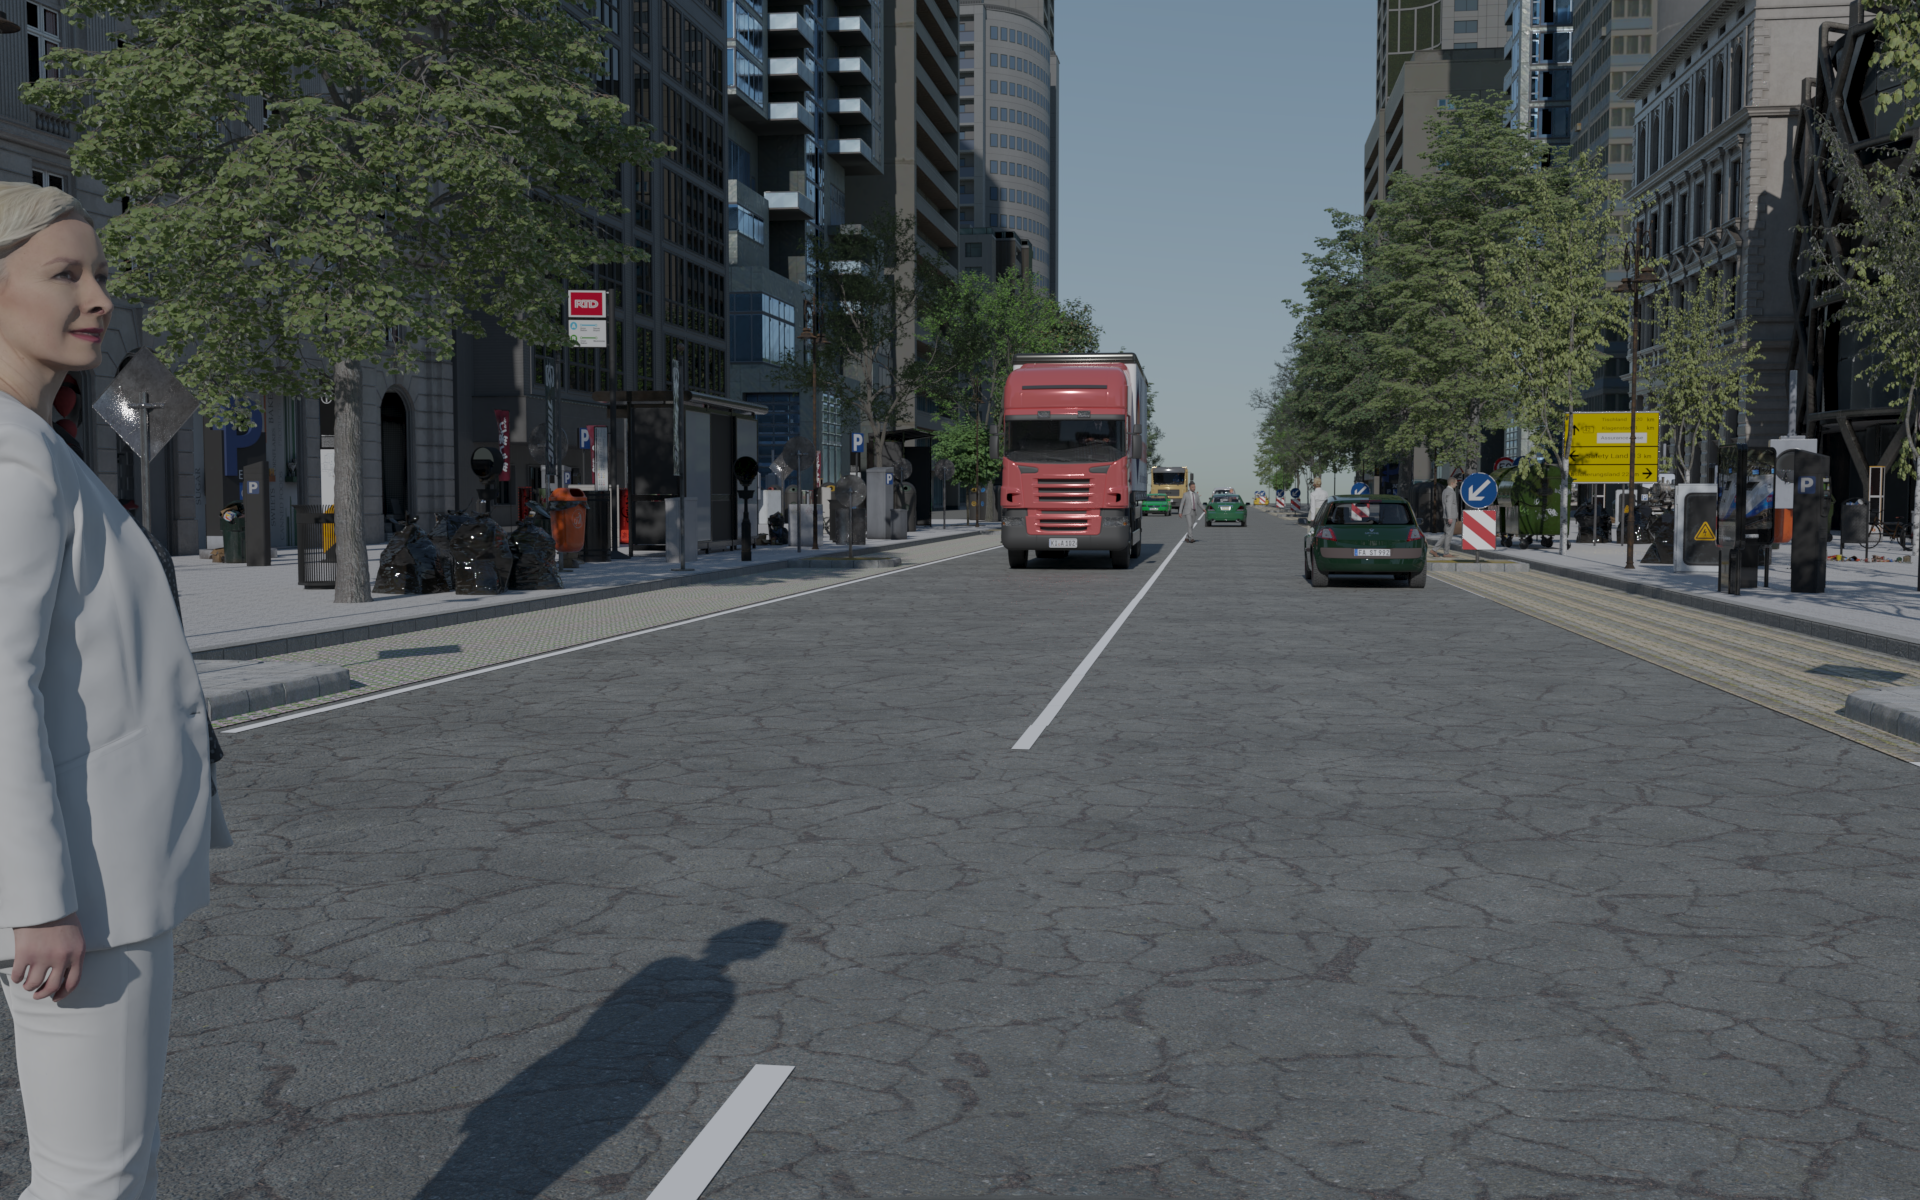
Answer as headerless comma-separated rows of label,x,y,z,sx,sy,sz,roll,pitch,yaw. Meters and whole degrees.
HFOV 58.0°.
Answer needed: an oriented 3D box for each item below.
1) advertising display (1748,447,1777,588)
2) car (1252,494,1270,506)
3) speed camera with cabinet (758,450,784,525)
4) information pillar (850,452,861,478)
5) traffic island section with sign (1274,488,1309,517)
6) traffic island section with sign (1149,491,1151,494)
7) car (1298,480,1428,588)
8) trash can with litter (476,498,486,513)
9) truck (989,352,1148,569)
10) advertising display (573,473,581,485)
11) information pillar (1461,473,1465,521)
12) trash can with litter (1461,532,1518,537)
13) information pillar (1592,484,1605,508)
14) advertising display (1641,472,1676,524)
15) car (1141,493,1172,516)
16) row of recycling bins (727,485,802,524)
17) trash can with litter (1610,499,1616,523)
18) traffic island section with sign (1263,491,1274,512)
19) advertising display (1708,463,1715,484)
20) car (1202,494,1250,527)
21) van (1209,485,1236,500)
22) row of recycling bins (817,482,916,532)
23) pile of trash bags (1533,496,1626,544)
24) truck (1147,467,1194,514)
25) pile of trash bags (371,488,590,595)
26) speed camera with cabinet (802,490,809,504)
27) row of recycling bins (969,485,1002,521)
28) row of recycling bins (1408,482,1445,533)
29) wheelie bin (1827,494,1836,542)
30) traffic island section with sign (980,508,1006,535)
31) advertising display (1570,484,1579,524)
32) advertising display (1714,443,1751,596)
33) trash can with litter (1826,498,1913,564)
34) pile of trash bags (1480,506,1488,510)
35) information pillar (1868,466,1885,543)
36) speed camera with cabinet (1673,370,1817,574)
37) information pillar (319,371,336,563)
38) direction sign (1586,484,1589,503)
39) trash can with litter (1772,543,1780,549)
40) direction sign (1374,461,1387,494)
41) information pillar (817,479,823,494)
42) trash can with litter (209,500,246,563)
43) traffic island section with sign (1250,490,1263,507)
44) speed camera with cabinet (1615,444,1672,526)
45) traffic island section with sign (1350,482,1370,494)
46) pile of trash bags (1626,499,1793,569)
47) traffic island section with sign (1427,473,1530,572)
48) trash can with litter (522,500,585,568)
advertising display,10.715,-1.123,23.575,0.974,1.923,0.123,-2,4,-27
car,34.735,-11.600,199.879,2.015,1.641,3.980,1,4,8
speed camera with cabinet,-8.373,-4.800,72.812,0.660,3.252,2.038,2,4,33
information pillar,-4.055,-4.625,66.975,0.504,3.616,0.183,3,4,38
traffic island section with sign,20.970,-6.140,109.012,1.989,1.847,2.006,1,4,8
traffic island section with sign,21.424,-11.243,192.456,1.989,1.847,2.006,1,4,8
car,6.463,-1.103,27.819,2.009,1.686,4.222,1,4,9
trash can with litter,-11.245,-1.879,41.775,1.678,1.210,2.233,1,4,9
truck,2.572,-2.922,36.685,2.839,4.237,11.283,0,4,8
advertising display,-11.684,-2.915,52.882,0.123,1.923,0.974,0,4,-6
information pillar,17.421,-3.360,59.435,0.304,2.012,0.304,-2,4,-26
trash can with litter,15.902,-2.496,51.867,2.233,1.210,1.678,-1,4,-14
information pillar,19.867,-3.022,53.909,0.304,2.012,0.304,0,3,0
advertising display,20.860,-2.847,51.770,0.974,1.923,0.123,1,4,15
car,12.749,-6.340,112.455,1.959,1.807,4.718,1,4,10
row of recycling bins,-8.557,-4.202,75.819,3.534,1.692,1.069,1,4,15
trash can with litter,28.770,-3.941,75.821,1.055,1.170,0.624,-2,4,-34
traffic island section with sign,24.960,-7.773,135.715,1.989,1.847,2.006,1,4,8
advertising display,15.881,-1.909,36.424,0.123,1.923,0.974,2,4,34
car,11.826,-3.984,76.939,2.131,1.459,4.920,1,4,9
van,16.658,-6.245,109.111,2.013,2.044,4.112,1,4,10
row of recycling bins,-3.194,-3.185,59.193,3.534,1.692,1.069,1,4,14
pile of trash bags,16.718,-2.207,45.839,1.912,1.369,3.447,-3,5,-45
truck,15.161,-7.909,125.231,3.469,3.379,9.791,0,4,8
pile of trash bags,-6.212,-0.844,23.546,1.912,1.369,3.447,2,4,24
speed camera with cabinet,-7.687,-5.096,77.654,2.038,3.252,0.660,2,4,23
row of recycling bins,1.581,-4.678,83.591,1.069,1.692,3.534,-2,4,-30
row of recycling bins,15.920,-3.190,59.275,1.069,1.692,3.534,0,4,7
wheelie bin,22.986,-2.357,46.453,0.693,1.594,0.980,0,4,-7
traffic island section with sign,1.807,-3.213,61.162,1.989,1.847,2.006,1,4,8
advertising display,25.753,-4.182,73.593,0.974,1.923,0.123,1,4,23
advertising display,9.911,-1.043,22.271,0.123,1.923,0.974,1,4,10
trash can with litter,17.177,-1.320,32.639,1.678,1.210,2.233,-2,4,-32
pile of trash bags,22.048,-3.741,70.915,1.912,1.369,3.447,2,4,33
information pillar,24.211,-2.525,45.769,0.304,2.012,0.304,3,5,42
speed camera with cabinet,12.608,-2.049,27.843,2.038,3.252,0.660,1,4,22
information pillar,-11.651,-2.498,32.198,0.504,3.616,0.183,0,4,5
direction sign,24.053,-4.548,66.360,0.379,3.537,0.876,1,4,12
trash can with litter,18.762,-1.772,40.353,0.624,1.170,1.055,1,4,13
direction sign,18.535,-5.159,76.348,0.876,3.537,0.379,-3,5,-40
information pillar,-6.687,-4.749,82.130,0.304,2.012,0.304,2,4,26
trash can with litter,-13.638,-1.275,32.238,1.055,1.170,0.624,3,4,37
traffic island section with sign,33.076,-11.099,190.102,1.989,1.847,2.006,1,4,8
speed camera with cabinet,27.055,-4.534,68.474,2.038,3.252,0.660,3,4,37
traffic island section with sign,13.555,-3.106,59.404,1.989,1.847,2.006,1,4,8
pile of trash bags,13.742,-1.292,30.875,1.912,1.369,3.447,-1,4,-9
traffic island section with sign,9.571,-1.473,32.704,1.989,1.847,2.006,1,4,8
trash can with litter,-7.066,-1.148,30.159,1.055,1.170,0.624,0,4,8
